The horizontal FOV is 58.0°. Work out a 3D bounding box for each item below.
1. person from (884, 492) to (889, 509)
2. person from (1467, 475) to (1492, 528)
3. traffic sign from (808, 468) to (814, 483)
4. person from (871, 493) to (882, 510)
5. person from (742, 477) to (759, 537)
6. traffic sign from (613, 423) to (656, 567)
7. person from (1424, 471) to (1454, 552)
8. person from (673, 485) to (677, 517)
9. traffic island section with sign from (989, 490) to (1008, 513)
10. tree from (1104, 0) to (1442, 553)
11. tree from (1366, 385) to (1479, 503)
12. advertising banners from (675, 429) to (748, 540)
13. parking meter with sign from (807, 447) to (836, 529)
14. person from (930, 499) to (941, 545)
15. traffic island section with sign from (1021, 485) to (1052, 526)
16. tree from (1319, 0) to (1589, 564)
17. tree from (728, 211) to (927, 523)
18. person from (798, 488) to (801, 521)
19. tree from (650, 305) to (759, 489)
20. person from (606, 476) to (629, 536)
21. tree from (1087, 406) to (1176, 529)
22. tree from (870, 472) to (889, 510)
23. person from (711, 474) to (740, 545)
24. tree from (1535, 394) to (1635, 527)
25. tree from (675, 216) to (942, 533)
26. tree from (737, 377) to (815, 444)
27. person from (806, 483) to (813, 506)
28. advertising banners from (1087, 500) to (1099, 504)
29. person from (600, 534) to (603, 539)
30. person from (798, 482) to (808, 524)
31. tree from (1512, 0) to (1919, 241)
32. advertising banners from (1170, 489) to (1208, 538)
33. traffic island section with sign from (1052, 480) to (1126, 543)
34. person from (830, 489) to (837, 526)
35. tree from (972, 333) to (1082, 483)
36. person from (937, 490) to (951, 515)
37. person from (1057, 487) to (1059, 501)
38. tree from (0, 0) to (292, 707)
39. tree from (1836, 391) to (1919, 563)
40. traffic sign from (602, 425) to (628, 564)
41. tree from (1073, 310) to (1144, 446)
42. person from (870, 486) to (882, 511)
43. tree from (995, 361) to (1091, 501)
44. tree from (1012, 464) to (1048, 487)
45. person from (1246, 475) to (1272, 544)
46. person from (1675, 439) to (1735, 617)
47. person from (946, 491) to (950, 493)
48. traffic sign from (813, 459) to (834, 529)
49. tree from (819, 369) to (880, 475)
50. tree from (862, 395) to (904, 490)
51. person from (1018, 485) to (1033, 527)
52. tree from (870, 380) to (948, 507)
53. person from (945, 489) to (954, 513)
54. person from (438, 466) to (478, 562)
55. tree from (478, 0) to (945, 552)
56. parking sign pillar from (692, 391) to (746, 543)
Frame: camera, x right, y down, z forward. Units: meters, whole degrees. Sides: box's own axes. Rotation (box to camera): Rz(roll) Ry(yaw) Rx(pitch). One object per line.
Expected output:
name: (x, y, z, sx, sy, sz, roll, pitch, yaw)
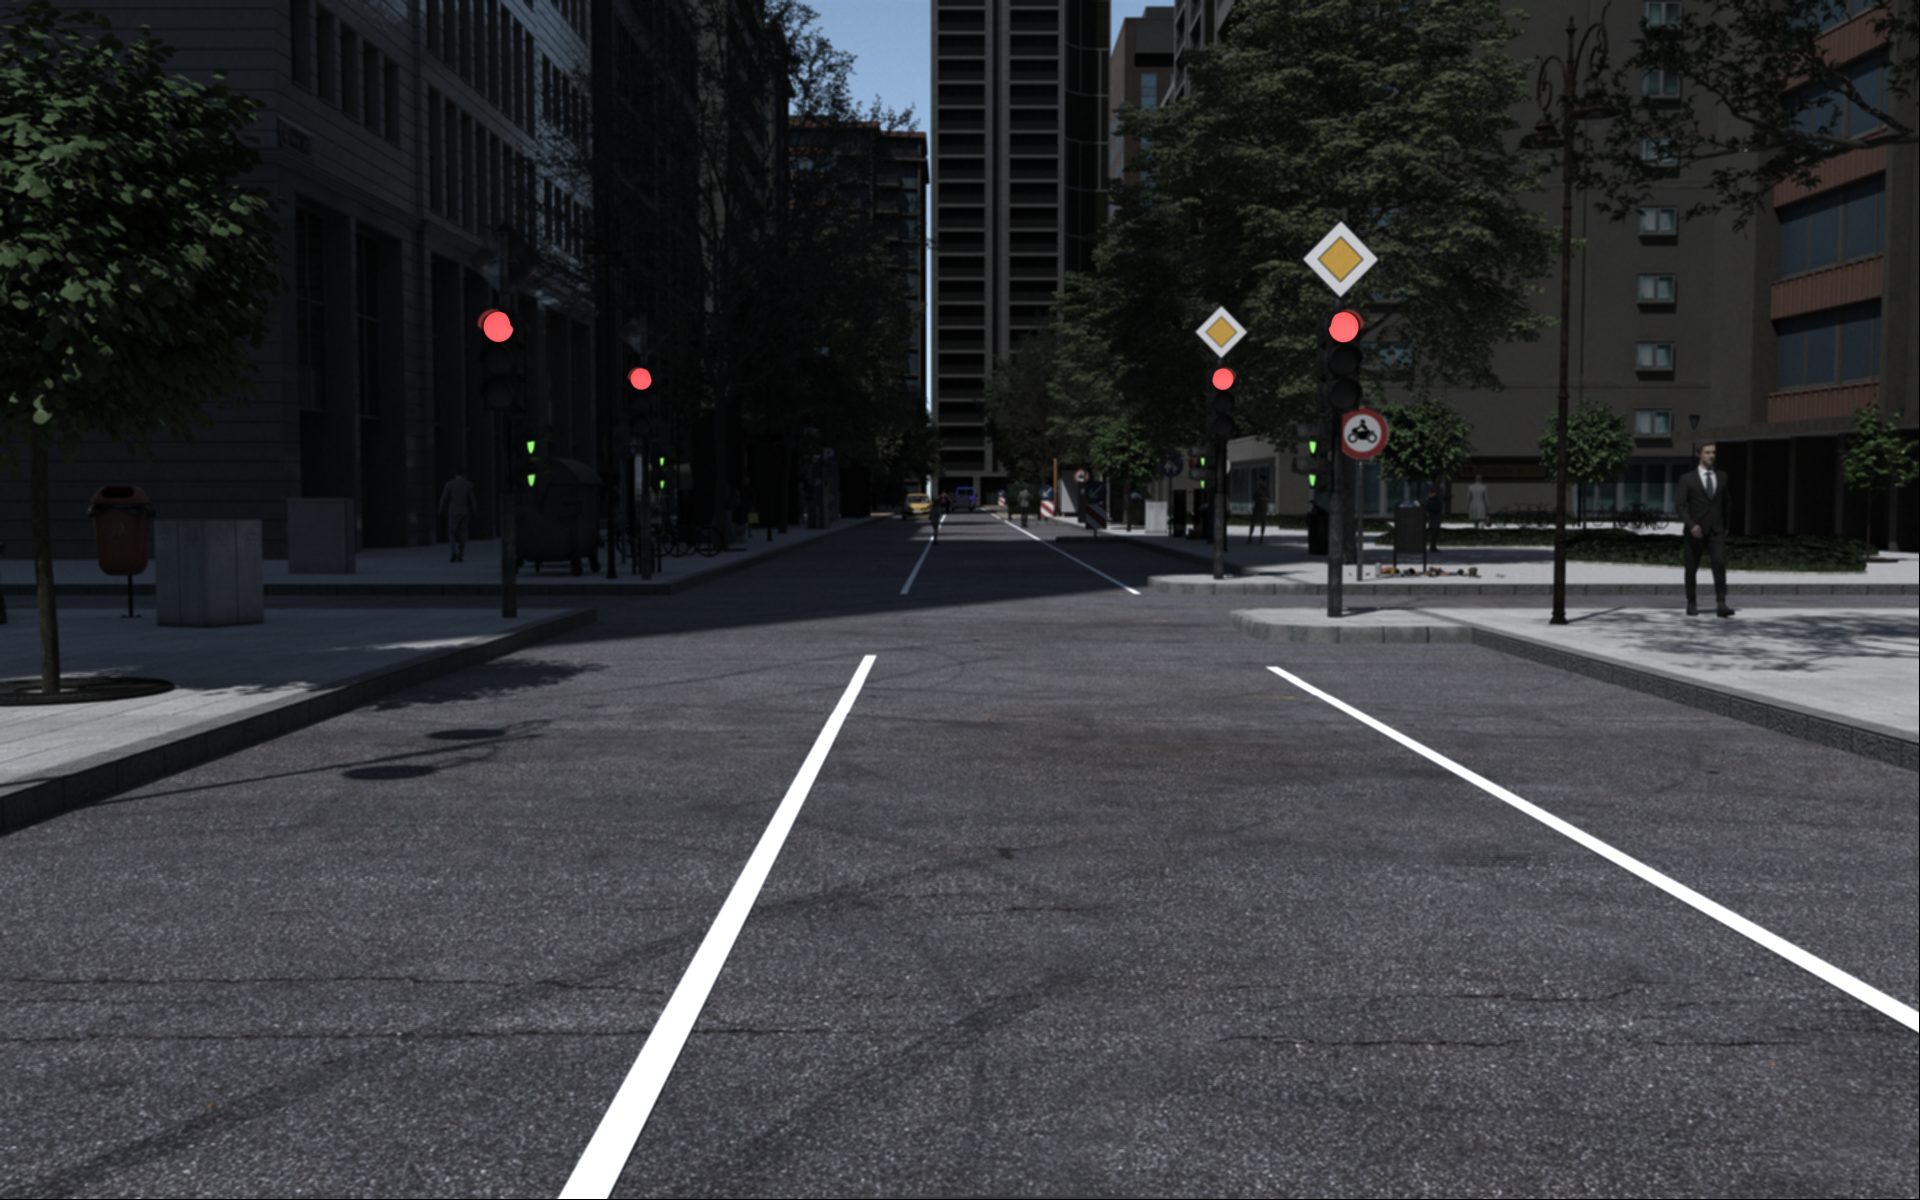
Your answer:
person: (-6.127, -8.290, 144.837, 0.557, 1.426, 1.065, 1, 4, 16)
person: (14.551, -2.589, 48.472, 0.694, 1.812, 0.767, 2, 4, 33)
traffic sign: (-5.575, -3.965, 66.964, 0.606, 2.300, 0.079, 1, 4, 9)
person: (-6.611, -7.825, 134.690, 1.217, 1.736, 0.721, 0, 3, 0)
person: (-6.413, -2.776, 51.651, 0.699, 1.804, 1.509, -1, 4, -13)
traffic sign: (-5.724, -1.858, 30.488, 0.768, 2.556, 0.104, 0, 4, 1)
person: (10.509, -1.942, 38.161, 0.716, 1.782, 0.532, -3, 5, -39)
person: (-16.188, -5.652, 98.721, 0.793, 1.790, 0.793, 2, 4, 25)
traffic island section with sign: (3.604, -9.006, 155.874, 1.989, 1.847, 2.006, 0, 4, 0)
tree: (6.751, -7.692, 43.895, 7.486, 12.596, 7.792, 0, 3, 0)
tree: (13.788, -4.177, 52.004, 4.285, 4.588, 4.351, 0, 3, 0)
advertising banners: (-6.745, -3.114, 47.103, 2.074, 3.025, 0.090, 1, 4, 11)
parking meter with sign: (-5.143, -4.143, 63.997, 0.543, 3.016, 1.738, 1, 4, 17)
person: (-0.672, -2.203, 48.803, 0.425, 1.301, 0.394, 2, 4, 35)
traffic island section with sign: (3.789, -4.261, 78.296, 1.989, 1.847, 2.006, 0, 4, 0)
tree: (7.174, -6.901, 30.956, 7.486, 12.596, 7.792, 0, 3, 0)
tree: (-6.057, -10.446, 77.453, 9.857, 13.997, 8.962, 0, 3, 0)
person: (-7.815, -4.701, 83.575, 0.731, 1.740, 0.598, 1, 4, 22)
tree: (-10.280, -7.209, 68.223, 4.737, 8.622, 4.395, 0, 3, 0)
person: (-10.025, -2.758, 51.125, 0.713, 1.824, 0.794, 3, 5, 44)
tree: (6.362, -4.901, 63.849, 4.285, 4.588, 4.351, 0, 3, 0)
tree: (-6.333, -8.690, 136.684, 1.663, 3.219, 1.824, 0, 3, 0)
person: (-5.864, -2.274, 43.206, 0.713, 1.824, 0.794, 1, 4, 10)
tree: (20.747, -4.506, 57.393, 4.285, 4.588, 4.351, 0, 3, 0)
tree: (-5.549, -7.440, 56.061, 7.601, 10.594, 8.767, 3, 5, 39)
tree: (-10.528, -8.659, 91.939, 4.360, 8.622, 3.978, 0, 3, 0)
person: (-7.354, -4.870, 85.644, 0.573, 1.828, 0.580, 0, 4, -1)
advertising banners: (6.992, -5.539, 86.745, 0.090, 3.025, 2.074, -3, 5, -43)
person: (-9.362, -2.301, 43.507, 0.795, 1.843, 0.661, 0, 4, -6)
person: (-6.705, -4.140, 73.910, 0.526, 1.800, 0.537, 0, 4, 7)
tree: (6.785, -4.656, 10.537, 8.767, 10.594, 7.601, 1, 4, 9)
advertising banners: (7.113, -3.375, 51.371, 2.074, 3.025, 0.090, -2, 4, -28)
traffic island section with sign: (3.858, -2.612, 51.341, 1.989, 1.847, 2.006, 0, 4, 0)
person: (-5.290, -3.786, 70.546, 0.503, 1.515, 0.523, 1, 4, 23)
tree: (5.711, -14.083, 136.908, 9.857, 13.997, 8.962, 0, 3, 0)
person: (-1.150, -6.799, 120.348, 1.217, 1.739, 0.721, 1, 4, 22)
person: (6.759, -7.019, 120.902, 0.705, 1.812, 1.348, 1, 4, 13)
tree: (-5.847, -1.675, 11.103, 4.285, 4.588, 4.351, 0, 3, 0)
tree: (17.121, -2.326, 32.634, 1.663, 3.219, 1.824, 0, 3, 0)
traffic sign: (-6.208, -1.944, 31.897, 0.768, 2.556, 0.104, 0, 4, 0)
tree: (6.735, -12.153, 109.068, 12.009, 13.543, 11.850, 0, 3, 0)
person: (-6.482, -7.690, 131.405, 1.348, 1.869, 0.705, -3, 5, -44)
tree: (5.629, -11.350, 119.984, 7.601, 10.594, 8.767, -3, 4, -36)
tree: (6.558, -11.024, 163.952, 4.285, 4.588, 4.351, 0, 3, 0)
person: (7.752, -2.357, 44.922, 0.599, 1.781, 0.374, 2, 4, 32)
person: (7.836, -0.752, 18.115, 0.659, 1.850, 0.755, 0, 4, 1)
person: (-1.120, -8.019, 140.430, 0.721, 1.723, 1.217, -1, 4, -12)
traffic sign: (-4.949, -3.827, 62.683, 0.768, 2.556, 0.104, 0, 4, 7)
tree: (-6.251, -9.222, 101.137, 4.360, 8.622, 3.978, 0, 3, 0)
tree: (-5.872, -9.988, 113.674, 4.737, 8.622, 4.395, 0, 3, 0)
person: (2.803, -4.017, 74.357, 0.592, 1.802, 0.473, 3, 5, 41)
tree: (-5.651, -15.693, 173.595, 9.611, 12.733, 9.660, 0, 3, 0)
person: (-0.861, -7.479, 130.791, 0.705, 1.823, 1.348, -2, 4, -30)
person: (-9.519, -1.630, 32.815, 0.709, 1.813, 0.853, -2, 4, -25)
tree: (-5.322, -7.837, 38.511, 12.009, 13.543, 11.850, 0, 3, 0)
parking sign pillar: (-6.373, -3.494, 45.607, 1.447, 3.967, 1.447, 0, 4, -5)
